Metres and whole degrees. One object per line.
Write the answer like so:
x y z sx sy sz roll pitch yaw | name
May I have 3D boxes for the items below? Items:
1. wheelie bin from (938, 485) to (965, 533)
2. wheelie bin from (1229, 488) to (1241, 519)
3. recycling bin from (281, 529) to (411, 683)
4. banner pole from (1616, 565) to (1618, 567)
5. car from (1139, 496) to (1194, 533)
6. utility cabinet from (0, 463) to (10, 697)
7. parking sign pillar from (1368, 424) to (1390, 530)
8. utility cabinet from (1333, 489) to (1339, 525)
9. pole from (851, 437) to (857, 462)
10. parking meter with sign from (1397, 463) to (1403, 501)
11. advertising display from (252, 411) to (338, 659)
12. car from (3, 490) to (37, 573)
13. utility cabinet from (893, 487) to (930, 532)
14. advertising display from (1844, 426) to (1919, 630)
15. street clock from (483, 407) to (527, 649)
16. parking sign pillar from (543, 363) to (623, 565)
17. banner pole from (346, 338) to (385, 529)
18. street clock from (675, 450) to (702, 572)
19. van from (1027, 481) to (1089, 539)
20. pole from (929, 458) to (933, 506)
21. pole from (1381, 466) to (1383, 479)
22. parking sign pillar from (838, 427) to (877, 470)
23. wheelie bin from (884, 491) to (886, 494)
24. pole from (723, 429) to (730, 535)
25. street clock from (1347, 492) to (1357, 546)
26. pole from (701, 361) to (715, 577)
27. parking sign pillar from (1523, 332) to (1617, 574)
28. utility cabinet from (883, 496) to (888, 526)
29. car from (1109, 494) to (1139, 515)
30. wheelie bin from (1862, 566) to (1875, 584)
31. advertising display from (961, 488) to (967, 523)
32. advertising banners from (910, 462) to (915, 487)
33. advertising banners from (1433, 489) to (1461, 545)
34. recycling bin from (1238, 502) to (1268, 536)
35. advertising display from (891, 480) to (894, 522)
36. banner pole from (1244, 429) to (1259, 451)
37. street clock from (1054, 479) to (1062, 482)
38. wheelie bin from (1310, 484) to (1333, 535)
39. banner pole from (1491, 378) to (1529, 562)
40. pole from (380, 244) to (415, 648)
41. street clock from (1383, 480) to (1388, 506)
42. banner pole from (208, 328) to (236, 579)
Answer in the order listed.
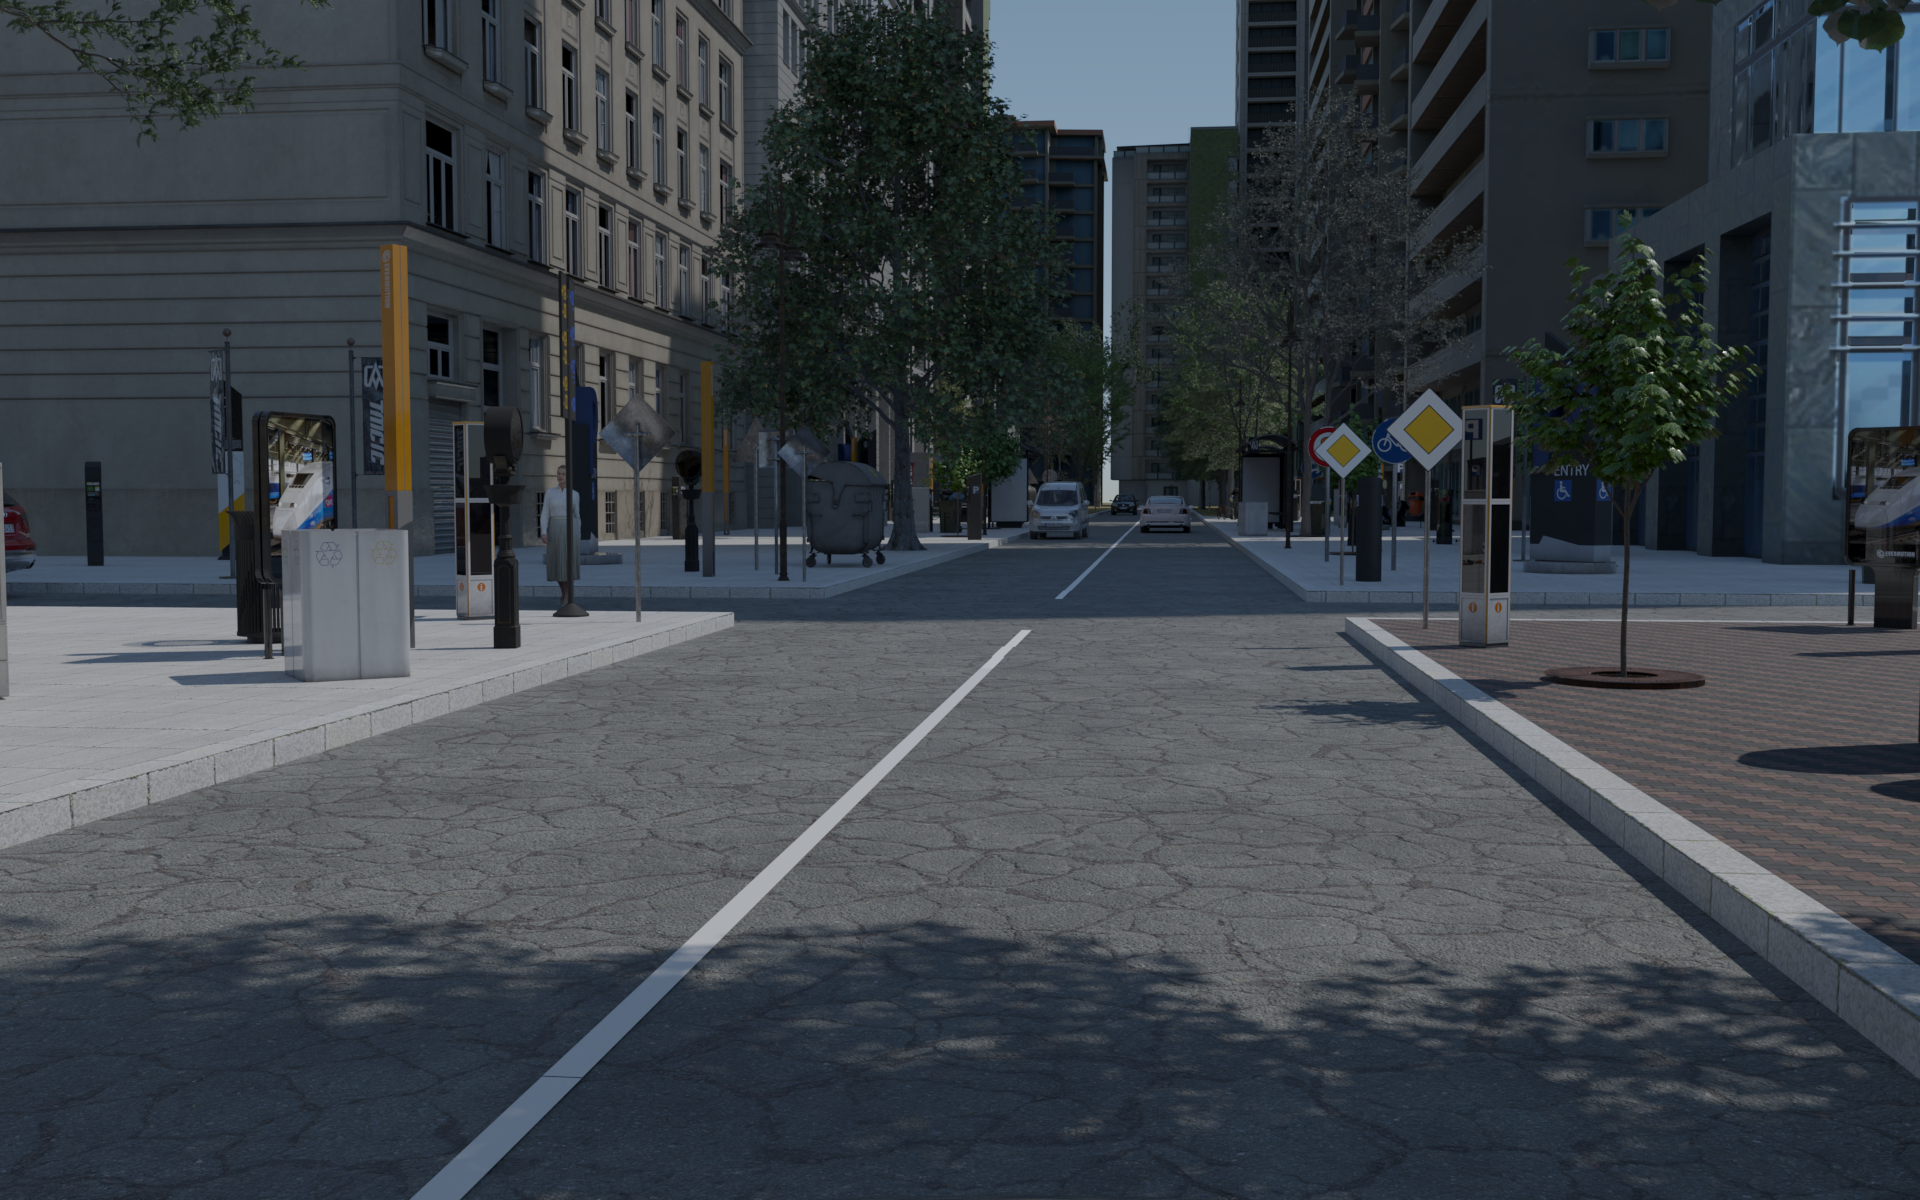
-0.301 -3.009 57.106 0.980 1.594 0.693 2 4 23 | wheelie bin
14.104 -4.889 87.845 0.693 1.594 0.980 3 5 43 | wheelie bin
-4.337 0.020 12.228 0.722 1.027 0.722 -2 4 -32 | recycling bin
11.610 -2.469 30.378 0.863 3.779 0.401 3 5 40 | banner pole
7.771 -3.238 65.298 2.083 1.381 4.827 0 4 8 | car
-6.477 -0.112 10.511 1.173 1.500 0.318 -3 4 -37 | utility cabinet
14.640 -4.485 61.803 1.447 3.967 1.447 1 4 17 | parking sign pillar
15.603 -3.829 71.291 0.318 1.500 1.173 1 4 21 | utility cabinet
-3.812 -4.196 62.446 0.158 3.312 0.155 0 3 0 | pole
24.577 -6.128 96.460 0.543 3.016 1.738 1 4 12 | parking meter with sign
-5.290 -0.527 13.835 0.123 1.923 0.974 1 4 12 | advertising display
-15.467 -0.913 23.605 5.304 1.827 2.281 0 4 5 | car
-1.599 -2.965 57.162 1.173 1.500 0.318 0 4 6 | utility cabinet
8.942 -0.690 16.502 0.123 1.923 0.974 -2 4 -35 | advertising display
-3.776 -0.600 14.388 0.358 2.002 0.471 0 4 -2 | street clock
-6.945 -2.649 31.785 1.447 3.967 1.447 0 4 -5 | parking sign pillar
-9.530 -2.315 27.871 0.863 3.779 0.401 0 4 -4 | banner pole
-4.432 -1.469 28.589 0.471 2.002 0.358 1 4 18 | street clock
3.233 -3.002 56.096 2.013 2.044 4.112 1 4 9 | van
-1.626 -6.334 97.397 0.158 3.312 0.155 0 3 0 | pole
23.491 -6.283 96.563 0.158 3.312 0.155 0 3 0 | pole
-4.129 -5.103 71.899 1.447 3.967 1.447 -1 4 -11 | parking sign pillar
-3.719 -4.218 76.876 0.693 1.594 0.980 -3 5 -41 | wheelie bin
-7.330 -3.699 54.330 0.158 3.312 0.155 0 3 0 | pole
9.721 -2.340 42.827 0.471 2.002 0.358 -2 4 -26 | street clock
-3.893 -2.014 26.767 0.158 3.312 0.155 0 3 0 | pole
9.976 -2.432 28.241 1.447 3.967 1.447 -2 4 -31 | parking sign pillar
-3.345 -3.575 69.605 0.306 1.237 1.020 -3 5 -42 | utility cabinet
11.289 -6.676 118.938 2.009 1.686 4.222 0 4 8 | car
13.227 -1.029 24.737 0.693 1.594 0.980 3 5 45 | wheelie bin
0.200 -4.430 77.645 0.974 1.923 0.123 0 4 -5 | advertising display
-3.469 -6.096 95.851 2.074 3.025 0.090 1 4 20 | advertising banners
12.801 -2.891 43.455 0.090 3.025 2.074 -3 5 -41 | advertising banners
9.008 -2.489 53.245 0.722 1.027 0.722 -1 4 -10 | recycling bin
-2.913 -4.499 78.766 0.123 1.923 0.974 1 4 18 | advertising display
11.154 -4.687 66.652 0.863 3.779 0.401 3 5 43 | banner pole
4.826 -4.921 85.023 0.471 2.002 0.358 -2 4 -31 | street clock
11.149 -2.811 53.872 0.980 1.594 0.693 3 4 37 | wheelie bin
10.525 -2.628 32.990 0.863 3.779 0.401 2 4 25 | banner pole
-4.647 -1.252 14.311 0.158 3.312 0.155 0 3 0 | pole
21.123 -5.010 86.486 0.471 2.002 0.358 -3 5 -44 | street clock
-11.236 -2.226 26.413 0.863 3.779 0.401 3 5 43 | banner pole
